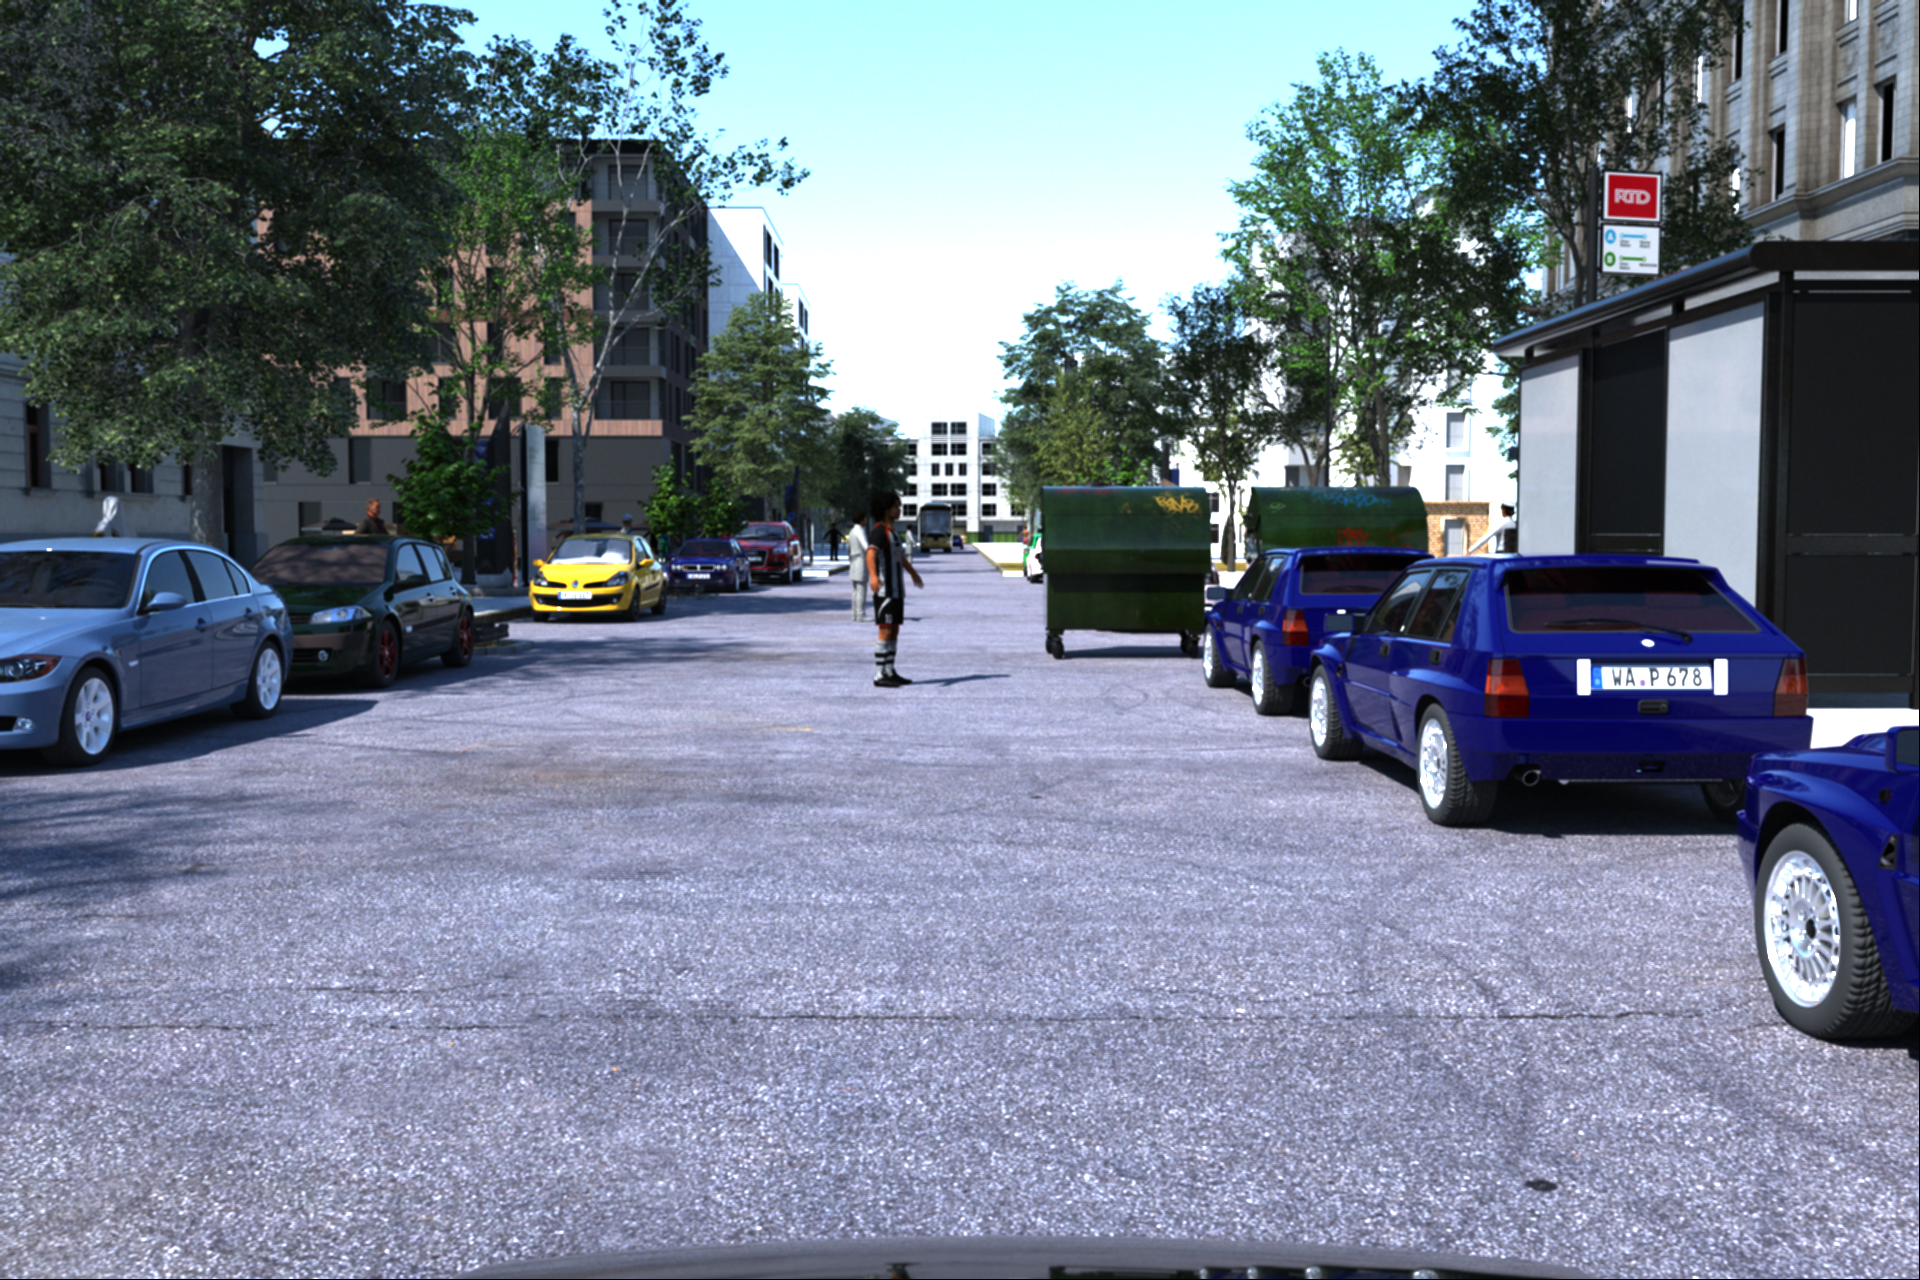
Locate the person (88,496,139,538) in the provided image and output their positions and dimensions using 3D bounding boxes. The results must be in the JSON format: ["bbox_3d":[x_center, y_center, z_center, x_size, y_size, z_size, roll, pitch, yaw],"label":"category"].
[{"bbox_3d":[-10.345,-0.871,21.015,0.721,1.736,1.217,1,4,14],"label":"person"}]

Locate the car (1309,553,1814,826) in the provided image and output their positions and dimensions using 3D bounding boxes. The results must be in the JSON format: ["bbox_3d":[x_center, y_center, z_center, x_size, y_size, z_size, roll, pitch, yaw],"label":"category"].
[{"bbox_3d":[3.156,0.166,9.858,1.945,1.354,3.894,0,4,-1],"label":"car"}]

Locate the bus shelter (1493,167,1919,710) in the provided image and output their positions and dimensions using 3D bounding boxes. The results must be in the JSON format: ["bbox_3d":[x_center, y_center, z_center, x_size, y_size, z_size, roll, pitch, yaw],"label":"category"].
[{"bbox_3d":[6.707,-2.391,16.727,2.179,5.291,8.768,0,3,0],"label":"bus shelter"}]

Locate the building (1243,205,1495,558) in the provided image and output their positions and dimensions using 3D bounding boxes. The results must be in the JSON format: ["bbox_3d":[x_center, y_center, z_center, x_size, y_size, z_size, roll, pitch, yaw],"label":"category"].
[{"bbox_3d":[22.781,-15.283,106.302,16.016,20.090,11.380,0,4,0],"label":"building"}]

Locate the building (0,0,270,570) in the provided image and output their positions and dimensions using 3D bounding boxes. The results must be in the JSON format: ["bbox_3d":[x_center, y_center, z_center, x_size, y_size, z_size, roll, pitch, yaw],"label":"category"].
[{"bbox_3d":[-31.434,-16.157,51.552,14.401,28.519,23.554,0,4,-1],"label":"building"}]

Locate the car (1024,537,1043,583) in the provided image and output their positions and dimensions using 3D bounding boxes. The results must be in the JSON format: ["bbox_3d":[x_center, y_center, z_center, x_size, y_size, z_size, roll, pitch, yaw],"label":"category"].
[{"bbox_3d":[2.973,-2.417,51.874,2.083,1.381,4.827,0,4,0],"label":"car"}]

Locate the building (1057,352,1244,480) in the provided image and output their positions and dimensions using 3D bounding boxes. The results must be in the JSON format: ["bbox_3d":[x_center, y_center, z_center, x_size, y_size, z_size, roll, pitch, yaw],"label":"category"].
[{"bbox_3d":[25.469,-22.436,210.803,27.936,21.610,32.646,0,4,0],"label":"building"}]

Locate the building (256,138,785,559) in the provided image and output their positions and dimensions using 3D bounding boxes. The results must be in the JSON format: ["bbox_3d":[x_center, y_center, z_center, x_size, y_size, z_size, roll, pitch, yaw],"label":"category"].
[{"bbox_3d":[-26.203,-16.035,106.150,27.936,21.610,32.646,0,4,-1],"label":"building"}]

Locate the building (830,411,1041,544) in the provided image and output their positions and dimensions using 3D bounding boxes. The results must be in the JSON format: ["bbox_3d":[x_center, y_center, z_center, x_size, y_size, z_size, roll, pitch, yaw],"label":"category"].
[{"bbox_3d":[-4.286,-23.754,257.299,31.486,18.905,16.747,1,4,10],"label":"building"}]

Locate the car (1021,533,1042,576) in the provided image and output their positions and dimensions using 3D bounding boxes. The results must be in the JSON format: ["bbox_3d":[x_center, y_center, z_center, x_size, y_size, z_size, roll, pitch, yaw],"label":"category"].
[{"bbox_3d":[3.035,-2.975,57.440,1.959,1.807,4.718,0,4,-1],"label":"car"}]

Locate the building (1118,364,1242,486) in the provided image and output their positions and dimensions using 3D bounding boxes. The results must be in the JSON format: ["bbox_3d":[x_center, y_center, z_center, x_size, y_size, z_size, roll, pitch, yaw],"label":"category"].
[{"bbox_3d":[22.434,-20.315,188.571,16.016,20.090,11.380,0,4,0],"label":"building"}]

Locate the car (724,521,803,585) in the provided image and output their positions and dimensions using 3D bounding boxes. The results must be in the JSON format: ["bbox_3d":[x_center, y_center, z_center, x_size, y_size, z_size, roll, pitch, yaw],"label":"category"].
[{"bbox_3d":[-5.787,-2.579,50.837,2.281,1.827,5.304,0,4,0],"label":"car"}]

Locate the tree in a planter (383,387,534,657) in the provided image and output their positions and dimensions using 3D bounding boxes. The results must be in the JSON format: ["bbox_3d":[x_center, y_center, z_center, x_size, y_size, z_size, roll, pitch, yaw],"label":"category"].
[{"bbox_3d":[-6.336,-1.463,21.138,1.991,3.239,1.994,0,3,0],"label":"tree in a planter"}]

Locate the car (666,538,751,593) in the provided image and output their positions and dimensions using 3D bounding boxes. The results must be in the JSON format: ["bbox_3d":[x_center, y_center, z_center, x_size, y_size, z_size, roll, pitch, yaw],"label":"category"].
[{"bbox_3d":[-6.255,-1.877,43.263,1.945,1.354,3.894,0,4,0],"label":"car"}]

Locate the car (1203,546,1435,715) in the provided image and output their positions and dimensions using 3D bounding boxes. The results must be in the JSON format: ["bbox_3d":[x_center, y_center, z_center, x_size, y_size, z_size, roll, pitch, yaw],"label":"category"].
[{"bbox_3d":[3.186,-0.150,15.032,1.945,1.354,3.894,0,4,-1],"label":"car"}]

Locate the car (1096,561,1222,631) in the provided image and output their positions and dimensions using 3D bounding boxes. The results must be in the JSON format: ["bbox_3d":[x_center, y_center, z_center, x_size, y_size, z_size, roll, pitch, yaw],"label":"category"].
[{"bbox_3d":[2.902,-0.895,27.000,2.083,1.381,4.827,0,4,-1],"label":"car"}]

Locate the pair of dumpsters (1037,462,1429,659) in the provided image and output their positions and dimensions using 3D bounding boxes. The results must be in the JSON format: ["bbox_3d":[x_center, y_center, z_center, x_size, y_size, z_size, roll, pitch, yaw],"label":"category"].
[{"bbox_3d":[3.124,-0.939,20.299,4.436,2.255,1.574,0,4,0],"label":"pair of dumpsters"}]

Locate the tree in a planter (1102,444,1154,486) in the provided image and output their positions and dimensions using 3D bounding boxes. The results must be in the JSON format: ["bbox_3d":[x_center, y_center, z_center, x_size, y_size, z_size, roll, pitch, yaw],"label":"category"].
[{"bbox_3d":[3.323,-2.277,34.458,1.991,3.239,1.994,0,4,1],"label":"tree in a planter"}]

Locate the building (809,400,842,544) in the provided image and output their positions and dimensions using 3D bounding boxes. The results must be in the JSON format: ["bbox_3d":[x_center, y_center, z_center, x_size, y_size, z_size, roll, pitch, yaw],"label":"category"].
[{"bbox_3d":[-25.834,-24.442,230.554,19.493,23.208,18.063,0,4,1],"label":"building"}]

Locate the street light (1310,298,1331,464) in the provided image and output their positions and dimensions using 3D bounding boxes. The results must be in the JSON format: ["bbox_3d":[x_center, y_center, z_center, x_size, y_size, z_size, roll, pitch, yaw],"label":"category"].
[{"bbox_3d":[7.624,-3.719,33.351,1.470,5.913,1.316,0,4,0],"label":"street light"}]

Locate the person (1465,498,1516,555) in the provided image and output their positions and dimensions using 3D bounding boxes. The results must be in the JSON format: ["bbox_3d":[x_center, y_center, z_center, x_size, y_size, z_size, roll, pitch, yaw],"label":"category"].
[{"bbox_3d":[7.454,-1.060,23.784,1.216,1.778,0.721,-1,4,-18],"label":"person"}]

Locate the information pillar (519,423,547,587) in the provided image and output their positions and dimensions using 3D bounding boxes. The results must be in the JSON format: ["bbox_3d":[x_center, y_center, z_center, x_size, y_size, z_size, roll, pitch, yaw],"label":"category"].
[{"bbox_3d":[-9.258,-2.829,37.571,0.184,3.620,1.656,0,4,0],"label":"information pillar"}]

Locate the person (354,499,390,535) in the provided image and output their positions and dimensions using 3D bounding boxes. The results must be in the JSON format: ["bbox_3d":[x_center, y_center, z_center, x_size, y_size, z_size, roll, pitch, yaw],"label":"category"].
[{"bbox_3d":[-8.744,-1.208,25.923,0.705,1.807,1.348,1,4,15],"label":"person"}]

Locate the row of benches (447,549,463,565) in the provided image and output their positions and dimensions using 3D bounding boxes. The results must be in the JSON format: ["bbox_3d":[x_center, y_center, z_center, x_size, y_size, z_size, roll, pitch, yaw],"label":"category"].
[{"bbox_3d":[-21.503,-3.324,69.806,4.104,0.672,1.422,-2,4,-26],"label":"row of benches"}]

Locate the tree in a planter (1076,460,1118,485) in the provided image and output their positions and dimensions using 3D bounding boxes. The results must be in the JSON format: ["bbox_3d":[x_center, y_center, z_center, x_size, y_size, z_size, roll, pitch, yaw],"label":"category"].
[{"bbox_3d":[3.322,-2.745,42.103,1.991,3.239,1.994,0,4,0],"label":"tree in a planter"}]

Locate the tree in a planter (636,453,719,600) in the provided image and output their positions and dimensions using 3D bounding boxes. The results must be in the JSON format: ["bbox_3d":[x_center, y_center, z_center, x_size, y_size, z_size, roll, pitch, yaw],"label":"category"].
[{"bbox_3d":[-6.414,-2.515,38.347,1.991,3.239,1.994,0,4,1],"label":"tree in a planter"}]

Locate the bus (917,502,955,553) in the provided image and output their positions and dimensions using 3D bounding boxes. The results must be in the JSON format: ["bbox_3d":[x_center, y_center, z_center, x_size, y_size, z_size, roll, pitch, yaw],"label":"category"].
[{"bbox_3d":[-1.868,-8.888,136.872,2.896,3.916,12.252,0,4,0],"label":"bus"}]

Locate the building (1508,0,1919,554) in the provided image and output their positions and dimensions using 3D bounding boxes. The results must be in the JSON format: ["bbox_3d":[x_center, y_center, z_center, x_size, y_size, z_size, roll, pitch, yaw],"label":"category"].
[{"bbox_3d":[26.893,-16.575,50.590,16.754,29.471,25.880,0,4,0],"label":"building"}]

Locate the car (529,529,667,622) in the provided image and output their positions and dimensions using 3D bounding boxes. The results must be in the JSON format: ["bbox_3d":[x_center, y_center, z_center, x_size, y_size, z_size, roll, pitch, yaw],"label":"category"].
[{"bbox_3d":[-6.119,-1.178,29.480,2.015,1.641,3.980,0,4,0],"label":"car"}]

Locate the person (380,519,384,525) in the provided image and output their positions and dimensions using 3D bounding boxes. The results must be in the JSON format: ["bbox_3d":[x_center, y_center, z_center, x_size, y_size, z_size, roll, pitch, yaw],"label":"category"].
[{"bbox_3d":[-18.695,-2.993,55.517,0.750,1.759,0.617,0,4,3],"label":"person"}]

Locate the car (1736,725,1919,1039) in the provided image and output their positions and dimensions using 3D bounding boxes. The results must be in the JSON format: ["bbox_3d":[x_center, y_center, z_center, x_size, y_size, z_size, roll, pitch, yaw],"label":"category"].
[{"bbox_3d":[3.255,0.539,3.768,1.945,1.354,3.894,0,3,0],"label":"car"}]

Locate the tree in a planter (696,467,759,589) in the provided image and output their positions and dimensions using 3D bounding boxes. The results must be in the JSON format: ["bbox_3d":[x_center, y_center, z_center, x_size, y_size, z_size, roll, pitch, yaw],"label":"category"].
[{"bbox_3d":[-6.419,-2.997,46.217,1.991,3.239,1.994,0,4,1],"label":"tree in a planter"}]

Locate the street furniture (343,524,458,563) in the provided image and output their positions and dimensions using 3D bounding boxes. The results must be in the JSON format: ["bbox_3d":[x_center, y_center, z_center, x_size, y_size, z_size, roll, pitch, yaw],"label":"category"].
[{"bbox_3d":[-26.410,-4.412,78.983,9.812,1.723,11.010,3,5,44],"label":"street furniture"}]

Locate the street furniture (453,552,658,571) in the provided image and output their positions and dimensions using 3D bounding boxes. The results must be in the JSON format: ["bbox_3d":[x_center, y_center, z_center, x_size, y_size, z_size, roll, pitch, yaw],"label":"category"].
[{"bbox_3d":[-15.859,-2.876,62.649,10.072,0.657,5.734,1,4,12],"label":"street furniture"}]

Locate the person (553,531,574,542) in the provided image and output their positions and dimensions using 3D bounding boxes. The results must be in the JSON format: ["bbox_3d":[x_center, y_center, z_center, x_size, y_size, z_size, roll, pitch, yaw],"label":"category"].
[{"bbox_3d":[-18.255,-4.553,80.585,1.346,1.812,0.704,-1,4,-8],"label":"person"}]

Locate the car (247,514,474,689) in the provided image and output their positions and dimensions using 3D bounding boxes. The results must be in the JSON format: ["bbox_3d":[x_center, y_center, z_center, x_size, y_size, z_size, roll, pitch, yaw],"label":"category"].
[{"bbox_3d":[-6.161,-0.459,17.293,2.009,1.686,4.222,0,3,0],"label":"car"}]

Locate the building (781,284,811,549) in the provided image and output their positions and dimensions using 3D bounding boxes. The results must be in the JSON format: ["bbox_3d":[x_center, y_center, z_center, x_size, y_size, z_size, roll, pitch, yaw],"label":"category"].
[{"bbox_3d":[-27.093,-18.057,139.201,27.936,21.610,32.646,0,4,-1],"label":"building"}]

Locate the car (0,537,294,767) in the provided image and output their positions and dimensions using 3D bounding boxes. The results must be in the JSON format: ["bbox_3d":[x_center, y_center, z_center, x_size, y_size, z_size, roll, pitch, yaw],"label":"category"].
[{"bbox_3d":[-6.215,-0.011,12.177,2.014,1.417,4.499,0,4,0],"label":"car"}]

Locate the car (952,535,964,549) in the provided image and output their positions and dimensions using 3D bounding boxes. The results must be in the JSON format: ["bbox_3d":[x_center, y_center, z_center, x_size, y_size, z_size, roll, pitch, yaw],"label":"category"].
[{"bbox_3d":[-0.551,-9.350,165.455,1.945,1.354,3.894,0,4,-1],"label":"car"}]

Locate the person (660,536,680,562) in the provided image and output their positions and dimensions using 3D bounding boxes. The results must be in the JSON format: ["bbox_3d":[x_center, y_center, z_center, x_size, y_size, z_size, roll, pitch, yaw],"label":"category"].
[{"bbox_3d":[-13.638,-4.520,80.032,1.347,1.817,0.704,0,4,0],"label":"person"}]

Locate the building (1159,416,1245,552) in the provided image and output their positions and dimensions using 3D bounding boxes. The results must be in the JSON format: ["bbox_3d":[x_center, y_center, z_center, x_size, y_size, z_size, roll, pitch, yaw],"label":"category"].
[{"bbox_3d":[20.405,-11.142,124.318,9.099,9.664,28.070,0,4,0],"label":"building"}]
